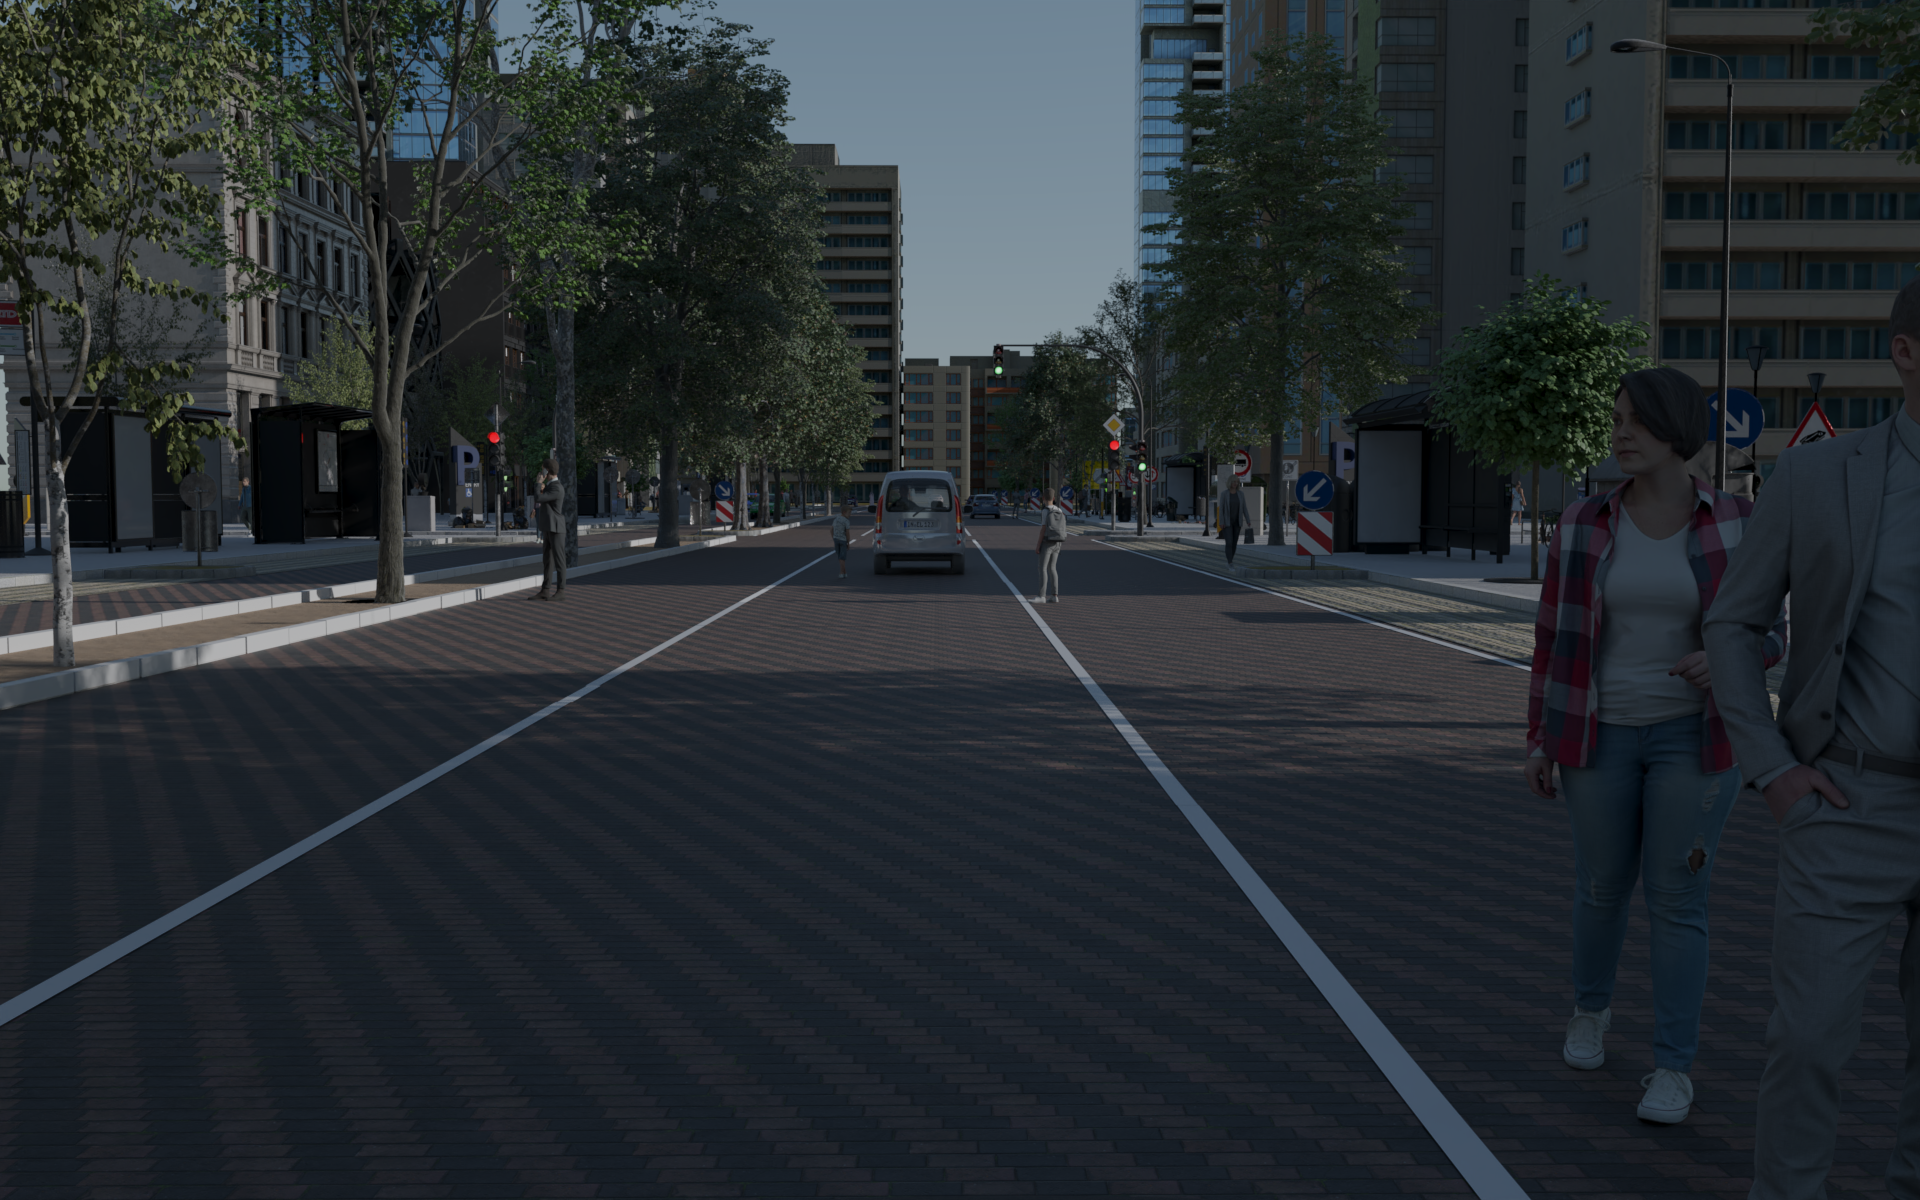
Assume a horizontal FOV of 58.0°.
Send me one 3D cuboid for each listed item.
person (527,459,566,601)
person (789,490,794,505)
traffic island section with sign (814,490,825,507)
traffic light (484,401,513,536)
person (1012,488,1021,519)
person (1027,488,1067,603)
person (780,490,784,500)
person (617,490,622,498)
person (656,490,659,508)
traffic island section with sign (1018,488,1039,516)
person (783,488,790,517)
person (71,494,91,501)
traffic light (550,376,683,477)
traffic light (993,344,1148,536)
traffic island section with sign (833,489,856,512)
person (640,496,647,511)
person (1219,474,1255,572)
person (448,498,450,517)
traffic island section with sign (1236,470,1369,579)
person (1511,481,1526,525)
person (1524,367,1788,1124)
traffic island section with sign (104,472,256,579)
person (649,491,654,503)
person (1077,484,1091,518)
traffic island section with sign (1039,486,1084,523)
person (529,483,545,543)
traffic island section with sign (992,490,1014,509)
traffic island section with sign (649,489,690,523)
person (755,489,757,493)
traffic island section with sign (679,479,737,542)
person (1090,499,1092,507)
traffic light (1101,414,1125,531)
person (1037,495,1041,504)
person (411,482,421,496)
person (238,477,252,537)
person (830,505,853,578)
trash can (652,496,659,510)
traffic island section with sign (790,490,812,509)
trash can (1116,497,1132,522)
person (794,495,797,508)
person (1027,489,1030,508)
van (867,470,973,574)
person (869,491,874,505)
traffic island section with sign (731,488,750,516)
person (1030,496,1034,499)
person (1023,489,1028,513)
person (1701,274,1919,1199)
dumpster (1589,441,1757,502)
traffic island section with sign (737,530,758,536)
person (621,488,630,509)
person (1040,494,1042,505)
[{"bbox_3d":[-5.534,-0.941,23.250,0.474,1.900,0.648,-2,4,-24],"label":"person"},{"bbox_3d":[-19.056,-11.533,195.160,0.990,1.755,0.434,-3,5,-44],"label":"person"},{"bbox_3d":[-15.521,-11.047,189.250,1.989,1.847,2.006,0,4,-1],"label":"traffic island section with sign"},{"bbox_3d":[-13.991,-3.884,52.424,0.839,4.253,0.868,0,4,-1],"label":"traffic light"},{"bbox_3d":[3.286,-5.597,100.290,0.520,1.790,0.573,0,4,6],"label":"person"},{"bbox_3d":[1.161,-0.721,22.885,0.523,1.515,0.503,1,4,10],"label":"person"},{"bbox_3d":[-17.805,-10.107,172.758,0.593,1.643,0.415,-3,5,-41],"label":"person"},{"bbox_3d":[-30.089,-8.861,152.387,0.593,1.643,0.415,-1,4,-23],"label":"person"},{"bbox_3d":[-28.297,-9.468,162.317,0.415,1.643,0.593,0,4,-6],"label":"person"},{"bbox_3d":[4.717,-6.344,112.347,1.989,1.847,2.006,0,4,-1],"label":"traffic island section with sign"},{"bbox_3d":[-11.087,-6.219,110.404,0.478,1.798,0.641,-2,4,-29],"label":"person"},{"bbox_3d":[-28.163,-2.853,55.492,0.721,1.781,0.623,2,4,34],"label":"person"},{"bbox_3d":[-12.007,-5.248,60.471,4.771,5.953,1.251,0,4,-1],"label":"traffic light"},{"bbox_3d":[3.378,-4.762,52.529,4.771,5.953,1.251,0,4,-1],"label":"traffic light"},{"bbox_3d":[-9.120,-7.784,135.410,2.006,1.907,1.989,0,4,-1],"label":"traffic island section with sign"},{"bbox_3d":[-23.737,-7.212,129.461,0.738,1.151,1.012,2,4,27],"label":"person"},{"bbox_3d":[5.119,-1.433,32.119,0.709,1.800,0.728,-1,4,-9],"label":"person"},{"bbox_3d":[-28.985,-5.375,98.606,0.332,1.250,0.352,1,4,17],"label":"person"},{"bbox_3d":[5.823,-1.295,29.808,1.989,1.847,2.006,0,4,-1],"label":"traffic island section with sign"},{"bbox_3d":[22.774,-3.949,70.698,0.778,1.811,0.616,-3,5,-43],"label":"person"},{"bbox_3d":[1.643,0.320,4.105,0.563,1.720,0.643,2,4,31],"label":"person"},{"bbox_3d":[-13.403,-1.309,30.028,1.989,1.847,2.006,0,4,-1],"label":"traffic island section with sign"},{"bbox_3d":[-22.185,-7.137,125.328,0.503,1.515,0.523,3,5,42],"label":"person"},{"bbox_3d":[6.740,-5.378,93.936,0.822,1.834,0.622,-1,4,-8],"label":"person"},{"bbox_3d":[5.085,-4.695,85.394,1.989,1.847,2.006,0,4,-1],"label":"traffic island section with sign"},{"bbox_3d":[-12.208,-2.527,50.399,0.593,1.750,0.643,0,4,2],"label":"person"},{"bbox_3d":[4.042,-9.445,163.060,1.989,1.847,2.006,0,4,-1],"label":"traffic island section with sign"},{"bbox_3d":[-14.145,-4.680,85.148,1.989,1.847,2.006,0,4,-1],"label":"traffic island section with sign"},{"bbox_3d":[-23.977,-12.082,203.526,0.705,1.831,1.348,0,4,3],"label":"person"},{"bbox_3d":[-8.020,-2.736,52.872,2.006,1.907,1.989,0,4,-1],"label":"traffic island section with sign"},{"bbox_3d":[13.269,-10.476,177.328,1.348,1.824,0.705,1,4,20],"label":"person"},{"bbox_3d":[5.362,-4.389,60.683,0.839,4.253,0.868,0,4,-1],"label":"traffic light"},{"bbox_3d":[9.570,-12.518,211.165,0.683,1.767,0.568,3,4,38],"label":"person"},{"bbox_3d":[-22.941,-4.094,73.256,0.520,1.790,0.573,0,4,2],"label":"person"},{"bbox_3d":[-21.407,-2.799,52.158,0.601,1.785,0.444,2,4,26],"label":"person"},{"bbox_3d":[-2.024,-1.004,29.599,0.352,1.250,0.332,-1,4,-23],"label":"person"},{"bbox_3d":[-21.741,-6.876,124.070,0.748,1.137,0.748,0,3,0],"label":"trash can"},{"bbox_3d":[-15.172,-9.399,162.297,1.989,1.847,2.006,0,4,-1],"label":"traffic island section with sign"},{"bbox_3d":[7.513,-4.128,79.143,0.748,1.137,0.748,0,3,0],"label":"trash can"},{"bbox_3d":[-15.559,-9.577,165.185,0.705,1.812,1.348,1,4,21],"label":"person"},{"bbox_3d":[6.383,-9.578,163.423,0.721,1.735,1.217,-1,4,-9],"label":"person"},{"bbox_3d":[-0.745,-1.546,32.295,2.013,2.044,4.112,0,4,-1],"label":"van"},{"bbox_3d":[-9.786,-11.161,191.650,0.621,1.740,0.551,2,4,29],"label":"person"},{"bbox_3d":[-14.499,-6.329,112.101,1.989,1.847,2.006,0,4,-1],"label":"traffic island section with sign"},{"bbox_3d":[8.702,-12.053,206.338,0.991,1.433,0.599,-1,4,-8],"label":"person"},{"bbox_3d":[5.084,-7.681,134.097,0.388,1.821,0.555,-2,4,-28],"label":"person"},{"bbox_3d":[1.601,0.347,2.925,0.635,1.810,0.391,1,4,10],"label":"person"},{"bbox_3d":[8.117,-0.856,19.754,1.264,1.857,1.865,0,4,-1],"label":"dumpster"},{"bbox_3d":[-8.109,-3.189,60.279,2.006,1.907,1.989,0,4,-1],"label":"traffic island section with sign"},{"bbox_3d":[-27.931,-8.493,144.920,0.705,1.823,1.348,-3,5,-43],"label":"person"},{"bbox_3d":[9.377,-11.852,199.831,1.348,1.824,0.705,1,4,11],"label":"person"}]
